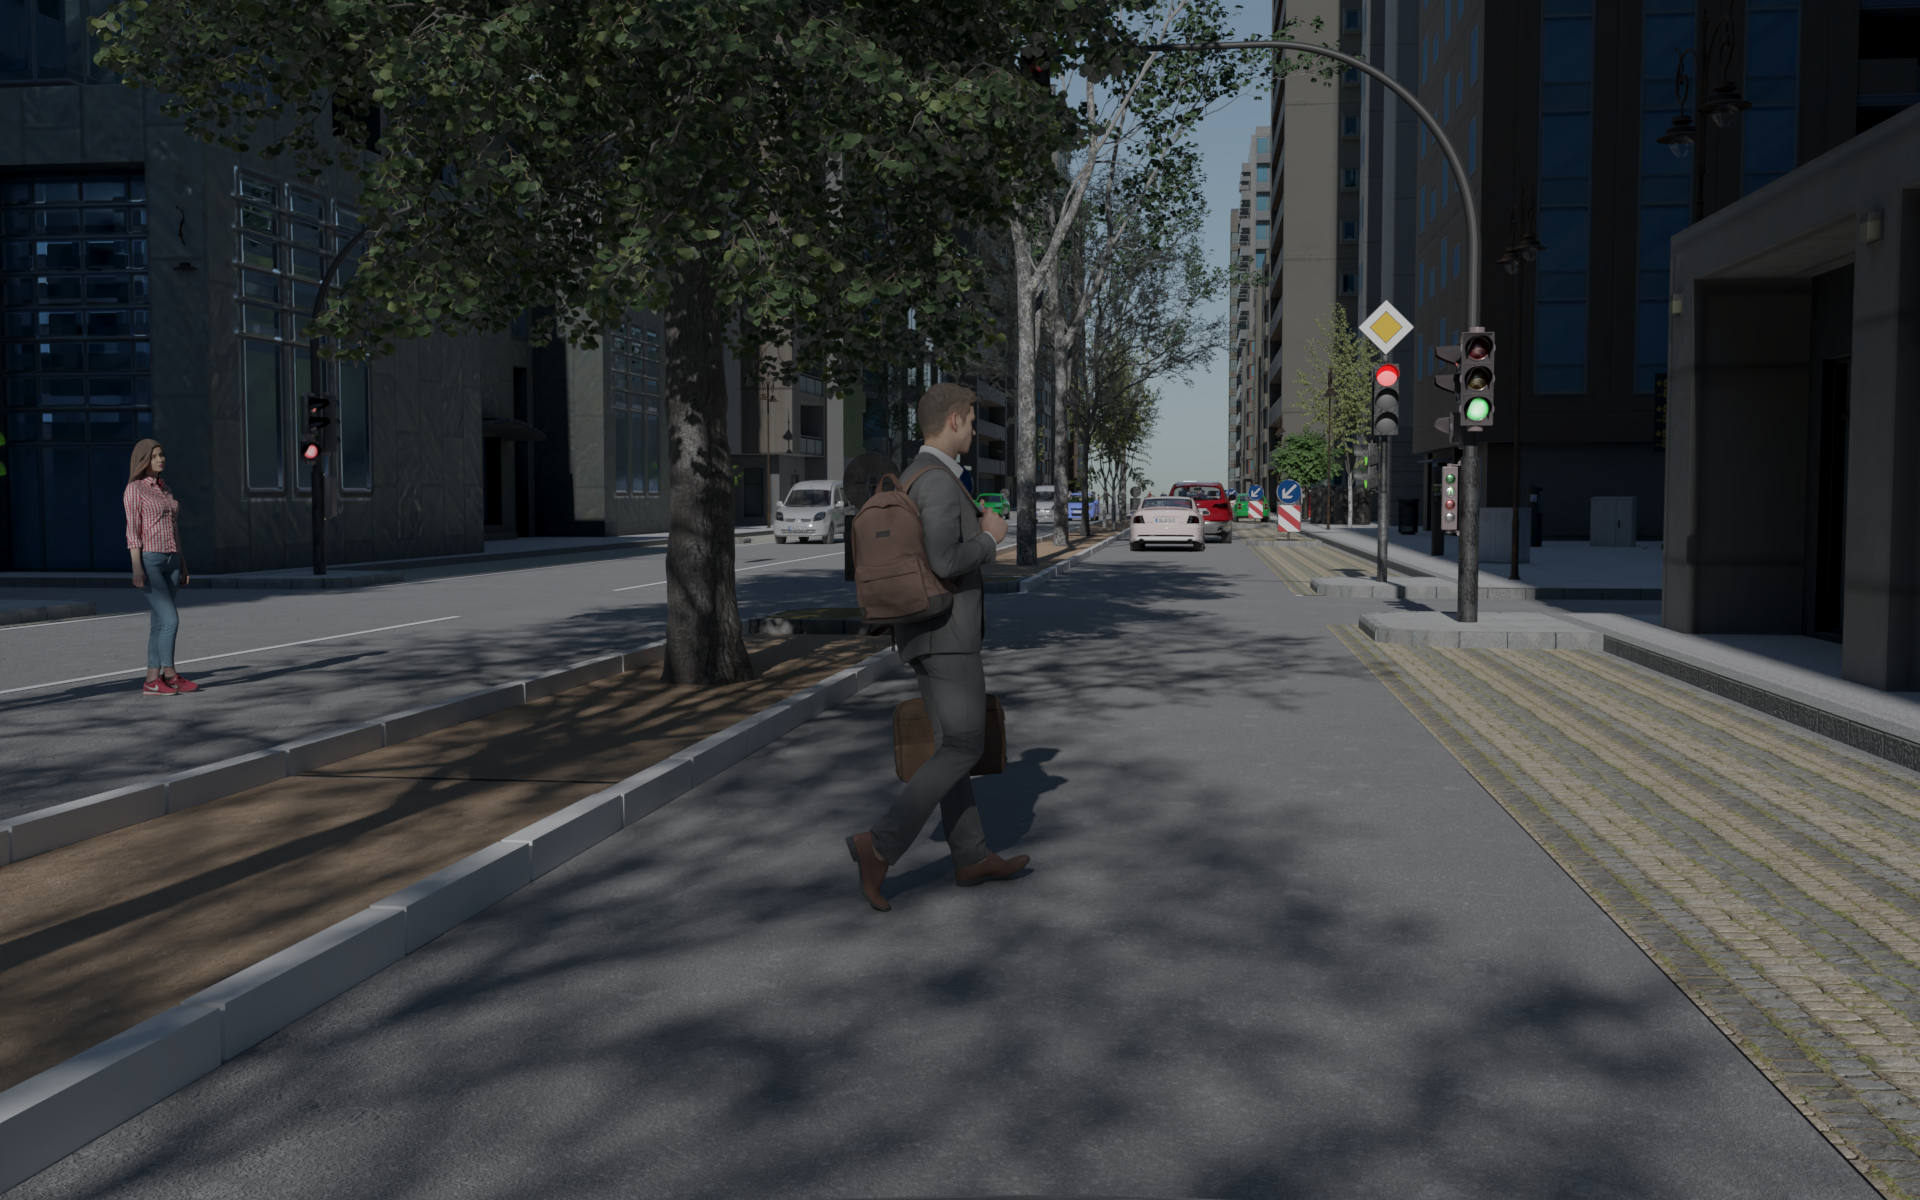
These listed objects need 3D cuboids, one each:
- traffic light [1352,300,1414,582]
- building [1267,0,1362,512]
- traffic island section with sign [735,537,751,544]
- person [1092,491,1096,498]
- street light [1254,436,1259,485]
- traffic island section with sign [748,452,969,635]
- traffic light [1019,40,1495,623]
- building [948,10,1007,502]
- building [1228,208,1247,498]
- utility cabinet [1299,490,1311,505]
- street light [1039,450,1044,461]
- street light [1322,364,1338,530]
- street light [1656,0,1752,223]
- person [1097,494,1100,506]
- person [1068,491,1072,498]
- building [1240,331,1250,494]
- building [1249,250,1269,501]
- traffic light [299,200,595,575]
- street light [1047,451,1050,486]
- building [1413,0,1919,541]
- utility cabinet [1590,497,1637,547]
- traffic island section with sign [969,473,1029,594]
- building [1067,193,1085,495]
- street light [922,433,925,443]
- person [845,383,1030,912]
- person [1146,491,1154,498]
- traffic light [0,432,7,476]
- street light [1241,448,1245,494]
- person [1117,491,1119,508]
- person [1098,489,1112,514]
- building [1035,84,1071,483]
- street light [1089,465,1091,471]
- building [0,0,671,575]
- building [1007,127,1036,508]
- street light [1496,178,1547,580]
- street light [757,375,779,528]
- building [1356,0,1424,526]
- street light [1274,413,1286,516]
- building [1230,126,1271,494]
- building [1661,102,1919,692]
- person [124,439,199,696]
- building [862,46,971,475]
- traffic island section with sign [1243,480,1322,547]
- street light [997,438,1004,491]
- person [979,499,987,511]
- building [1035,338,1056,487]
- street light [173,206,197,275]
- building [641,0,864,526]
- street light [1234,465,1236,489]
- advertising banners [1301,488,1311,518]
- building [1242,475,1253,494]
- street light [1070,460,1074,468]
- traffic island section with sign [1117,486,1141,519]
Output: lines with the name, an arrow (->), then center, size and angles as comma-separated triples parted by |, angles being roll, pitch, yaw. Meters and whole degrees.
traffic light -> 6.150, -2.219, 25.201 | 0.839, 4.253, 0.868 | 0, 4, 8
building -> 30.887, -29.720, 109.626 | 21.300, 48.544, 21.600 | 0, 4, 8
traffic island section with sign -> -7.122, -2.534, 50.052 | 1.989, 1.847, 2.006 | 0, 4, 8
person -> 14.465, -11.058, 190.024 | 1.217, 1.735, 0.721 | -3, 4, -37
street light -> 23.717, -10.149, 138.721 | 0.468, 5.910, 1.993 | 0, 4, 8
traffic island section with sign -> -1.055, -0.633, 18.479 | 2.006, 1.907, 1.989 | 0, 4, 8
traffic light -> 2.984, -2.616, 17.431 | 4.771, 5.953, 1.251 | 0, 4, 8
building -> -7.816, -31.845, 144.362 | 21.300, 48.544, 21.600 | 0, 4, 8
building -> 45.713, -34.567, 248.763 | 14.154, 41.232, 14.086 | 0, 4, 8
utility cabinet -> 19.587, -5.433, 97.504 | 1.173, 1.500, 0.318 | 2, 4, 27
street light -> 8.277, -12.478, 176.801 | 0.468, 5.910, 1.993 | 0, 4, 8
street light -> 13.213, -5.455, 61.969 | 0.468, 5.910, 1.993 | 0, 4, 8
street light -> 7.083, -2.683, 16.648 | 0.468, 5.910, 1.993 | 0, 4, 8
person -> 13.211, -9.402, 165.477 | 0.557, 1.426, 1.065 | 1, 4, 10
person -> 11.256, -10.279, 177.224 | 0.621, 1.740, 0.551 | 1, 4, 11
building -> 46.127, -21.465, 195.986 | 27.650, 21.520, 28.899 | 0, 4, 8
building -> 37.280, -17.741, 135.097 | 27.650, 21.520, 28.899 | 0, 4, 8
traffic light -> -8.077, -3.210, 27.159 | 4.771, 5.953, 1.251 | 0, 4, 8
street light -> 9.517, -13.050, 186.155 | 0.468, 5.910, 1.993 | 0, 4, 8
building -> 21.878, -24.584, 52.068 | 14.600, 45.320, 14.200 | 0, 4, 8
utility cabinet -> 15.886, -1.894, 42.124 | 1.020, 1.237, 0.306 | 3, 5, 41
traffic island section with sign -> -0.042, -1.081, 25.817 | 2.006, 1.907, 1.989 | 0, 4, 8
building -> 10.533, -36.620, 248.840 | 14.600, 45.320, 14.200 | 0, 4, 8
street light -> -1.777, -8.012, 103.778 | 0.468, 5.910, 1.993 | 0, 4, 8
person -> -0.098, 0.138, 6.213 | 0.822, 1.834, 0.622 | -2, 4, -29
person -> 25.526, -13.704, 232.501 | 1.348, 1.831, 0.705 | -2, 4, -28
traffic light -> -11.244, -1.870, 19.495 | 0.839, 4.253, 0.868 | 0, 4, 8
street light -> 30.134, -12.950, 184.515 | 0.468, 5.910, 1.993 | 0, 4, 8
person -> 15.892, -10.099, 174.446 | 0.721, 1.723, 1.217 | 0, 4, 6
person -> 10.316, -6.973, 122.513 | 1.348, 1.823, 0.705 | -2, 4, -27
building -> 0.449, -39.128, 228.985 | 28.713, 52.752, 27.495 | 0, 4, 8
street light -> 19.396, -17.487, 258.695 | 0.468, 5.910, 1.993 | 0, 4, 8
building -> -20.774, -44.586, 41.652 | 22.319, 86.520, 31.000 | 0, 4, 8
building -> -0.496, -29.302, 162.681 | 14.154, 41.232, 14.086 | 0, 4, 8
street light -> 8.316, -3.242, 25.792 | 0.468, 5.910, 1.993 | 0, 4, 8
street light -> -7.238, -5.666, 65.424 | 0.468, 5.910, 1.993 | 0, 4, 8
building -> 29.445, -32.909, 80.056 | 21.231, 58.520, 28.212 | 0, 4, 8
street light -> 18.841, -7.936, 102.541 | 0.468, 5.910, 1.993 | 0, 4, 8
building -> 47.598, -37.078, 225.832 | 23.786, 49.044, 30.456 | 0, 4, 8
building -> 15.467, -34.537, 2.938 | 20.563, 71.187, 20.611 | 0, 4, 8
person -> -5.708, -0.232, 12.309 | 0.388, 1.821, 0.555 | 0, 4, 1
building -> -12.103, -30.495, 118.205 | 23.786, 49.044, 30.456 | 0, 4, 8
traffic island section with sign -> 8.965, -2.406, 47.971 | 1.989, 1.847, 2.006 | 0, 4, 8
street light -> 3.259, -10.264, 140.609 | 0.468, 5.910, 1.993 | 0, 4, 8
person -> 1.361, -4.818, 92.779 | 0.738, 1.151, 1.012 | 3, 4, 39
building -> -2.729, -21.790, 201.302 | 27.650, 21.520, 28.899 | 0, 4, 8
street light -> -12.067, -3.385, 28.133 | 0.468, 5.910, 1.993 | 0, 4, 8
building -> -12.191, -23.794, 72.634 | 14.154, 41.232, 14.086 | 0, 4, 8
street light -> 34.995, -15.163, 220.696 | 0.468, 5.910, 1.993 | 0, 4, 8
advertising banners -> 19.220, -6.022, 94.653 | 2.074, 3.025, 0.090 | 3, 5, 42
building -> 42.770, -28.657, 160.419 | 32.217, 40.220, 23.993 | 0, 4, 8
street light -> 14.393, -15.263, 222.335 | 0.468, 5.910, 1.993 | 0, 4, 8
traffic island section with sign -> 10.126, -5.635, 100.267 | 2.006, 1.907, 1.989 | 0, 4, 8
